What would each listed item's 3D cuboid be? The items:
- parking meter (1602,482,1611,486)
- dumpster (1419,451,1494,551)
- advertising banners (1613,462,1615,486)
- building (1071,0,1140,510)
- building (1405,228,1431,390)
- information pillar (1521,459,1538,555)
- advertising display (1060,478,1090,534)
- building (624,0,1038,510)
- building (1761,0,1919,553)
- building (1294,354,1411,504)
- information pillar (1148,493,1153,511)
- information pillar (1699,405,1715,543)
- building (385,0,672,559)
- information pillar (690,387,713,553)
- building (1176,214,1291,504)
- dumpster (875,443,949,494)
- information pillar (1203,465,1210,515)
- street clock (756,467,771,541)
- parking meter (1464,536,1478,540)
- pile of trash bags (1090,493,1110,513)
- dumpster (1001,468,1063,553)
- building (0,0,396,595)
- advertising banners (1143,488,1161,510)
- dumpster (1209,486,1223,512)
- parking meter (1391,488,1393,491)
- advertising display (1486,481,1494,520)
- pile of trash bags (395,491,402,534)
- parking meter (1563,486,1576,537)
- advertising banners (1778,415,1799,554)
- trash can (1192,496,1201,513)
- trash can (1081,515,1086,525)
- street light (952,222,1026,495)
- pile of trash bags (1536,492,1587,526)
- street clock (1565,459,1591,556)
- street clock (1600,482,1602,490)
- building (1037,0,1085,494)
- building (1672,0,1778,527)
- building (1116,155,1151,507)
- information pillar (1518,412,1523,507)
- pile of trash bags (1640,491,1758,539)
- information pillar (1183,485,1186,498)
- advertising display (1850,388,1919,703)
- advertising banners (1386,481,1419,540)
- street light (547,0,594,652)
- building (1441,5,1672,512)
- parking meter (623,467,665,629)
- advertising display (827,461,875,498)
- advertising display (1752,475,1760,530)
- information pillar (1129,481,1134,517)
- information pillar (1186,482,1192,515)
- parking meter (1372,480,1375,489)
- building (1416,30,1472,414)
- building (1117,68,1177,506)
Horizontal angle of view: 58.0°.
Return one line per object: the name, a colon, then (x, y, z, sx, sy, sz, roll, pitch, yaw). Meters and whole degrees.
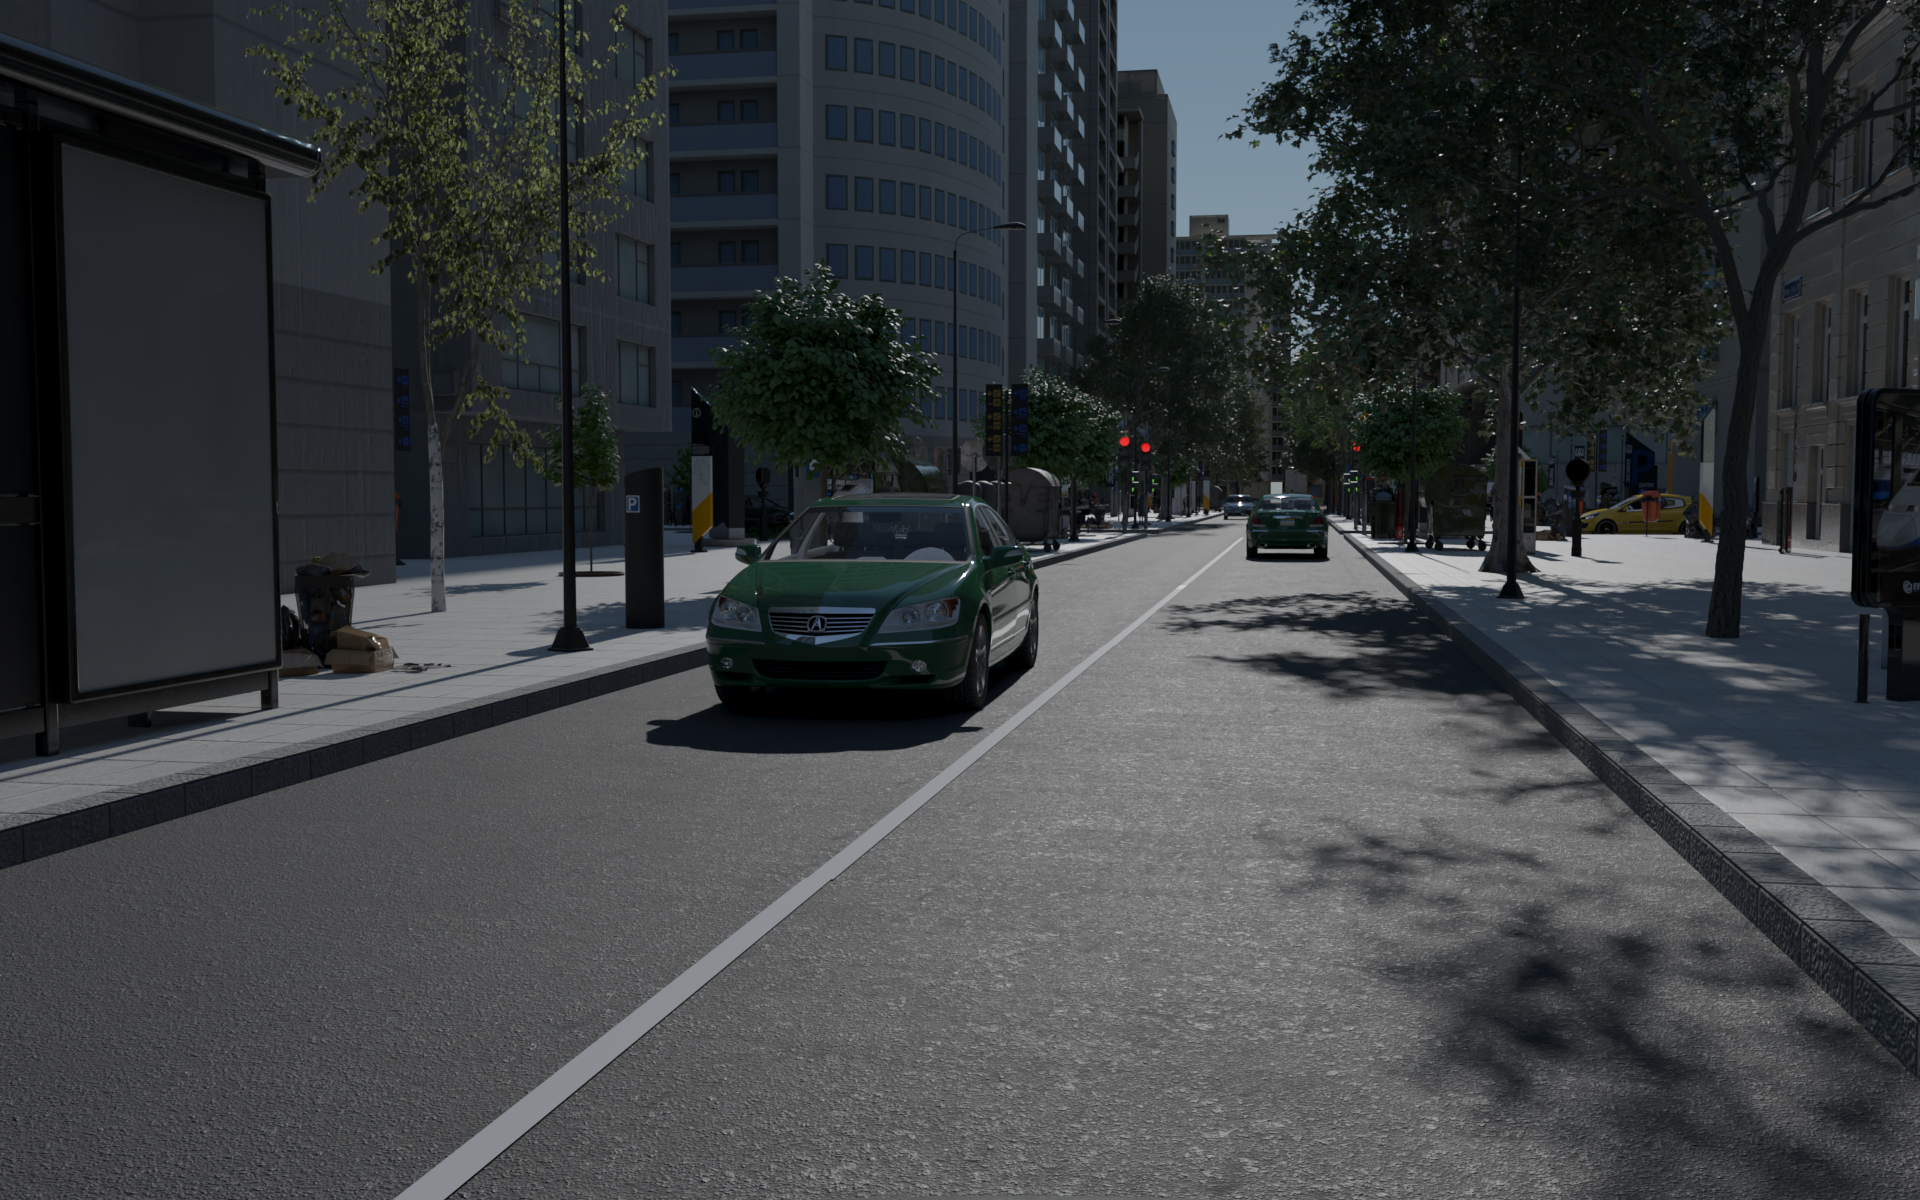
parking meter: (31.579, -4.824, 84.587, 0.399, 1.863, 0.255, 3, 4, 38)
dumpster: (11.352, -2.275, 39.686, 1.502, 2.255, 1.985, 1, 4, 11)
advertising banners: (36.374, -6.102, 95.958, 0.090, 3.025, 2.074, 2, 4, 31)
building: (5.134, -43.519, 149.782, 20.563, 71.187, 20.611, 1, 4, 11)
building: (58.599, -34.423, 182.420, 23.786, 49.044, 30.456, 1, 4, 11)
information pillar: (12.076, -1.975, 36.781, 0.304, 2.012, 0.304, 1, 4, 12)
advertising display: (3.737, -3.122, 56.256, 0.974, 1.923, 0.123, 0, 4, -2)
building: (-8.523, -33.348, 87.234, 21.231, 58.520, 28.212, 1, 4, 11)
building: (23.685, -14.261, 30.429, 12.463, 27.353, 25.104, 1, 4, 11)
building: (60.382, -23.997, 237.384, 28.899, 21.520, 27.650, 1, 4, 11)
information pillar: (14.027, -8.353, 127.931, 0.504, 3.616, 0.183, 1, 4, 13)
information pillar: (19.694, -3.321, 45.646, 0.504, 3.616, 0.183, -2, 4, -33)
building: (-14.924, -21.832, 40.549, 14.086, 41.232, 14.154, 1, 4, 11)
information pillar: (-5.665, -2.850, 37.948, 0.504, 3.616, 0.183, 1, 4, 23)
building: (34.819, -33.762, 243.895, 23.993, 40.220, 32.217, 1, 4, 11)
dumpster: (-1.140, -1.861, 32.918, 1.502, 2.255, 1.985, 1, 4, 11)
information pillar: (15.082, -7.005, 105.889, 0.504, 3.616, 0.183, -3, 5, -42)
street clock: (-5.350, -2.602, 47.116, 0.358, 2.002, 0.471, -2, 4, -33)
parking meter: (14.391, -2.633, 48.760, 0.399, 1.863, 0.255, 1, 4, 10)
pile of trash bags: (9.439, -6.764, 120.341, 1.912, 1.369, 3.447, 0, 4, 0)
dumpster: (1.550, -2.012, 38.656, 1.264, 1.857, 1.865, 1, 4, 11)
building: (-21.075, -28.710, 11.414, 21.231, 58.520, 28.212, 1, 4, 11)
advertising banners: (15.344, -8.626, 137.229, 2.074, 3.025, 0.090, -1, 4, -23)
dumpster: (17.935, -7.153, 122.713, 1.264, 1.857, 1.865, 1, 4, 11)
parking meter: (17.243, -3.752, 69.753, 0.372, 1.533, 0.369, 0, 3, 0)
advertising display: (26.636, -4.965, 86.398, 0.974, 1.923, 0.123, -1, 4, -14)
pile of trash bags: (-18.058, -2.619, 52.581, 3.447, 1.369, 1.912, 2, 4, 32)
parking meter: (18.373, -2.676, 52.161, 0.372, 1.533, 0.369, 0, 3, 0)
advertising banners: (18.114, -2.546, 37.818, 0.090, 3.025, 2.074, 2, 4, 34)
trash can: (15.885, -6.426, 116.718, 0.748, 1.137, 0.748, 0, 3, 0)
trash can: (4.722, -3.517, 69.159, 0.748, 1.137, 0.748, 0, 3, 0)
street light: (0.441, -3.506, 29.860, 1.470, 5.913, 1.316, 1, 4, 11)
pile of trash bags: (24.036, -3.621, 68.948, 1.912, 1.369, 3.447, 0, 4, -2)
street clock: (12.707, -1.900, 35.643, 0.471, 2.002, 0.358, 2, 4, 28)
street clock: (39.017, -6.153, 105.164, 0.358, 2.002, 0.471, 0, 4, 6)
building: (-3.122, -30.876, 124.437, 23.786, 49.044, 30.456, 1, 4, 11)
building: (42.900, -27.525, 73.730, 21.600, 48.544, 21.300, 1, 4, 11)
building: (2.870, -29.478, 173.841, 32.217, 40.220, 23.993, 1, 4, 11)
information pillar: (13.333, -3.083, 41.765, 0.504, 3.616, 0.183, -2, 4, -27)
pile of trash bags: (21.651, -2.512, 50.830, 1.912, 1.369, 3.447, -3, 5, -44)
information pillar: (14.183, -7.170, 108.580, 0.504, 3.616, 0.183, 3, 4, 37)
advertising display: (5.951, -0.338, 10.733, 0.974, 1.923, 0.123, -1, 4, -19)
advertising banners: (12.281, -3.189, 48.329, 0.090, 3.025, 2.074, 3, 5, 42)
street light: (-2.665, -2.531, 13.915, 1.470, 5.913, 1.316, 1, 4, 11)
building: (47.828, -32.317, 117.625, 28.713, 52.752, 27.495, 1, 4, 11)
parking meter: (-3.023, -0.500, 16.588, 0.372, 1.533, 0.369, 0, 3, 0)
advertising display: (-1.995, -1.569, 30.865, 0.974, 1.923, 0.123, -1, 4, -13)
advertising display: (27.589, -3.353, 60.038, 0.123, 1.923, 0.974, 1, 4, 19)
information pillar: (9.585, -5.655, 96.951, 0.304, 2.012, 0.304, -1, 4, -19)
information pillar: (13.809, -6.120, 104.555, 0.304, 2.012, 0.304, 1, 4, 23)
parking meter: (17.066, -3.983, 70.833, 0.399, 1.863, 0.255, -3, 5, -42)
building: (52.391, -30.518, 153.595, 22.147, 44.769, 28.867, 1, 4, 11)
building: (13.248, -35.064, 196.989, 21.600, 48.544, 21.300, 1, 4, 11)
